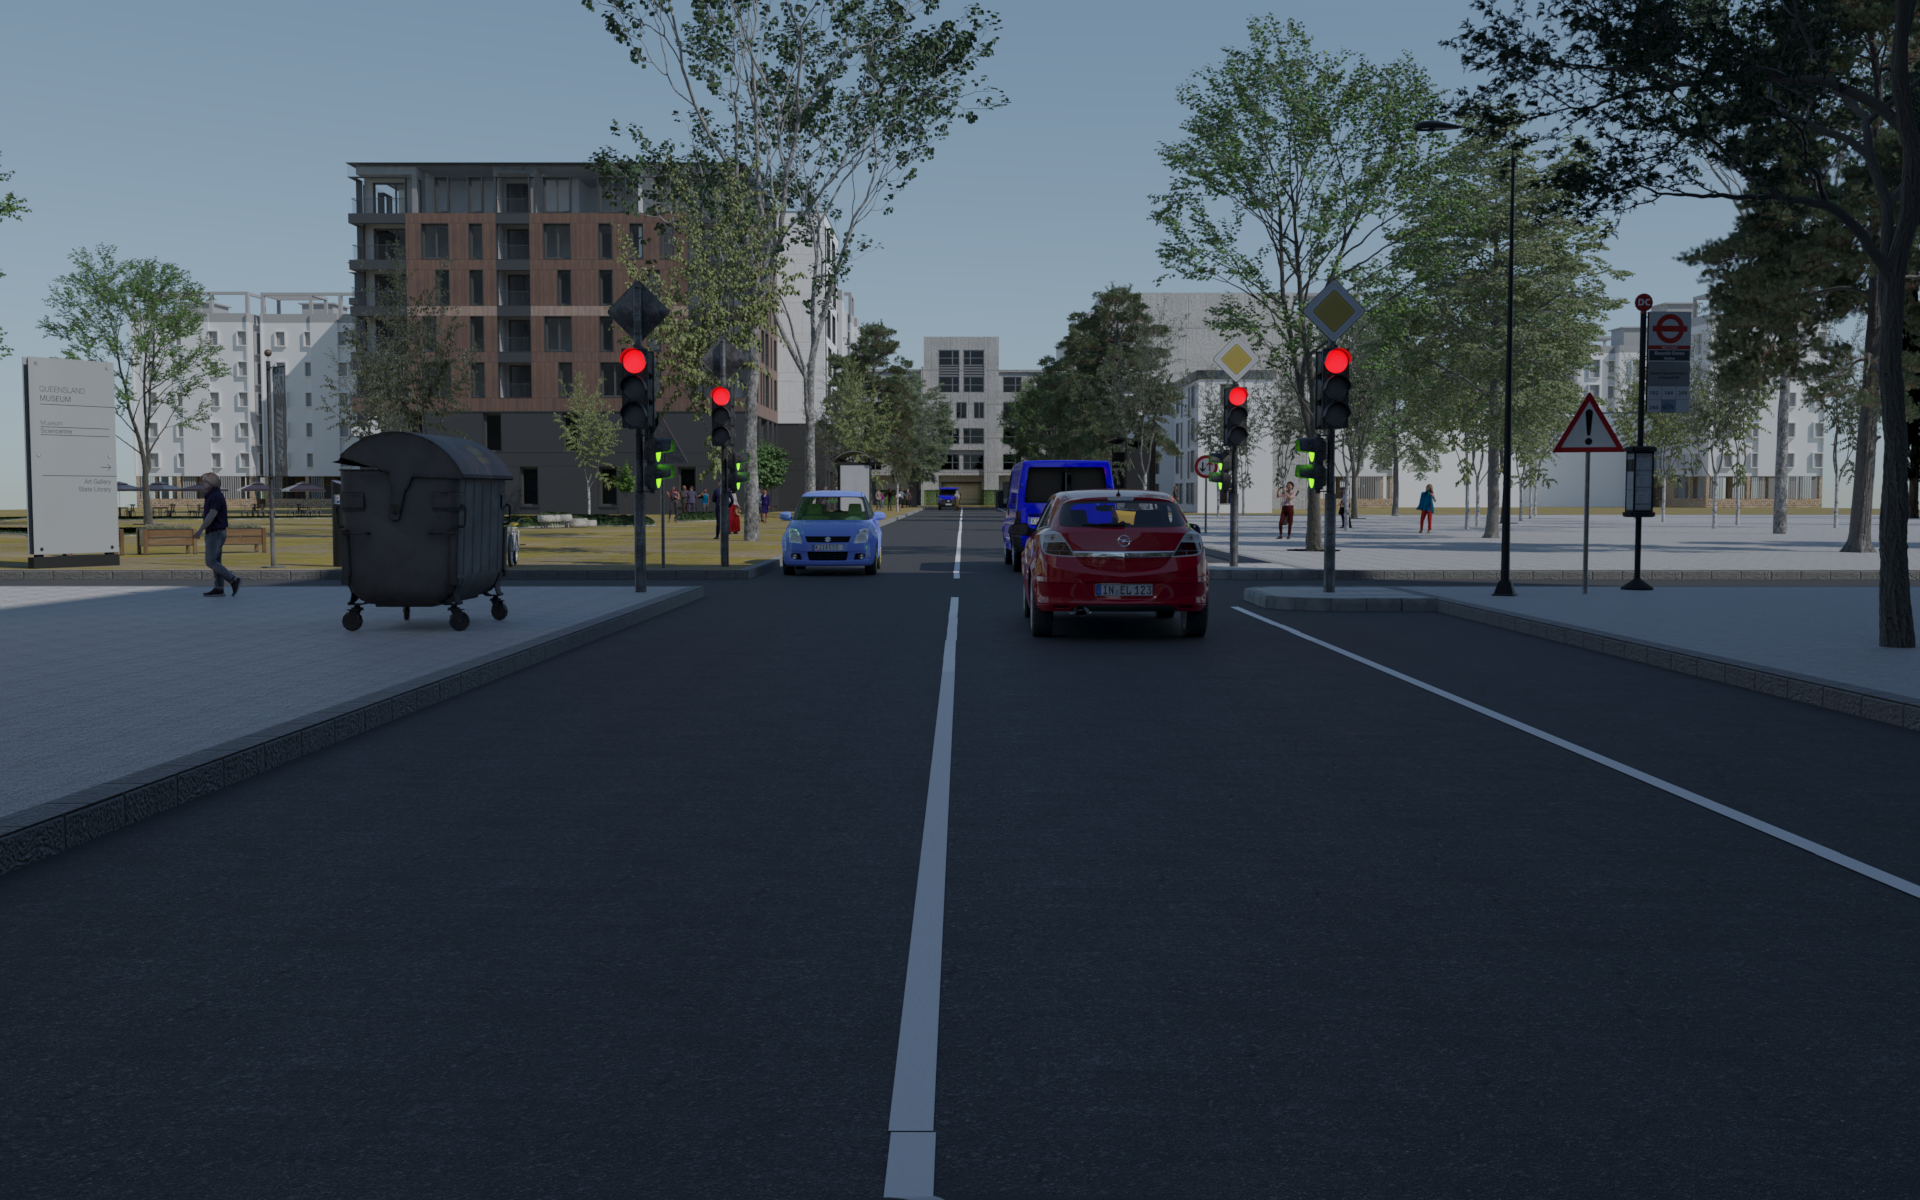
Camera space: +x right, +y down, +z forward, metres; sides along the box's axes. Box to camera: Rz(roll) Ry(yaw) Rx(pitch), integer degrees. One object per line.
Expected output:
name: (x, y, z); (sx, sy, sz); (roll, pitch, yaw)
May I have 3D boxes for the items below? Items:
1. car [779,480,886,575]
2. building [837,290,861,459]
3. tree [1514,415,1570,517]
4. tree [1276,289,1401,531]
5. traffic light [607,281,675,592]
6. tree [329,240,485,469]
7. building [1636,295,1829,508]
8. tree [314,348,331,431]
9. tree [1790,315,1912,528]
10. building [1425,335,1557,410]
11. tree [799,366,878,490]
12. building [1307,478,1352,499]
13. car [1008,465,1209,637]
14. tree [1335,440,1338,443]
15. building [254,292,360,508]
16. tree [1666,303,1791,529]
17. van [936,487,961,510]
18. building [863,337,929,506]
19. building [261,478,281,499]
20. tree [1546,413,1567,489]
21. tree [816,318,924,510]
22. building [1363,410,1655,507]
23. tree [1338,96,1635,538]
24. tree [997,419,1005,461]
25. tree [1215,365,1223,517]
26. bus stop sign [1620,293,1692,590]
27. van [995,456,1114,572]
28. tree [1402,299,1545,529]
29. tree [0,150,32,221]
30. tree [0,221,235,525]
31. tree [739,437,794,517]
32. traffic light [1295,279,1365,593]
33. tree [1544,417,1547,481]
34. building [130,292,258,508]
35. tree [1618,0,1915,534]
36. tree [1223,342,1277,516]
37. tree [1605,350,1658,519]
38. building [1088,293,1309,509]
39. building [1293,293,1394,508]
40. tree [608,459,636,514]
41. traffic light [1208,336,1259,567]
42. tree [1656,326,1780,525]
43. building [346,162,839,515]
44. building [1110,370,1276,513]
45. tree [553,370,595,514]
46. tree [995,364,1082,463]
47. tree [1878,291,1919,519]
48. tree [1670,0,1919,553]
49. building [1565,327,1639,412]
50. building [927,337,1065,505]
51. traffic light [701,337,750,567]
car: (-2.324, -1.363, 31.878); (1.945, 1.707, 3.694); (0, 4, -1)
building: (-15.467, -19.107, 168.818); (11.380, 20.091, 16.016); (0, 3, 0)
tree: (33.018, -9.081, 98.844); (4.360, 8.622, 3.978); (0, 3, 0)
tree: (13.474, -6.730, 60.405); (4.360, 8.622, 3.978); (0, 3, 0)
traffic light: (-4.155, -2.035, 22.519); (0.839, 4.213, 0.868); (0, 3, 0)
tree: (-15.654, -6.098, 50.063); (4.360, 8.622, 3.978); (0, 3, 0)
building: (75.042, -19.104, 168.764); (11.380, 20.091, 16.016); (0, 3, 0)
tree: (-23.509, -7.295, 69.634); (4.360, 8.622, 3.978); (0, 3, 0)
tree: (33.308, -7.017, 65.094); (4.360, 8.622, 3.978); (0, 3, 0)
building: (61.188, -21.153, 202.268); (11.380, 20.091, 16.016); (0, 3, 0)
tree: (-6.954, -9.046, 98.257); (4.360, 8.622, 3.978); (0, 3, 0)
building: (41.457, -15.723, 199.214); (28.070, 9.664, 9.099); (0, 3, 0)
car: (1.609, -0.603, 18.895); (2.155, 1.783, 4.494); (0, 4, 1)
tree: (24.869, -11.124, 99.998); (7.486, 12.596, 7.792); (0, 3, 0)
building: (-59.493, -19.117, 168.988); (11.380, 20.091, 16.016); (0, 3, 0)
tree: (27.995, -6.962, 64.199); (4.360, 8.622, 3.978); (0, 3, 0)
van: (-1.006, -9.262, 155.812); (2.240, 2.365, 5.245); (0, 4, 0)
building: (-19.800, -20.533, 202.179); (31.486, 18.905, 16.747); (0, 3, 0)
building: (-62.805, -20.564, 202.672); (31.486, 18.905, 16.747); (0, 3, 0)
tree: (26.692, -8.056, 82.076); (4.737, 8.622, 4.395); (0, 3, 0)
tree: (-5.627, -11.307, 106.927); (6.751, 12.117, 7.091); (0, 3, 0)
building: (54.838, -14.105, 172.764); (28.070, 9.664, 9.099); (0, 3, 0)
tree: (15.531, -8.098, 50.527); (7.486, 12.596, 7.792); (0, 3, 0)
tree: (7.465, -13.018, 138.592); (9.928, 11.665, 9.643); (0, 3, 0)
tree: (14.298, -8.877, 95.494); (4.360, 8.622, 3.978); (0, 3, 0)
bus stop sign: (9.305, -2.106, 23.132); (0.855, 3.939, 0.416); (0, 4, -2)
van: (1.869, -1.791, 33.673); (2.240, 2.365, 5.245); (0, 4, -1)
tree: (18.246, -6.883, 62.895); (4.737, 8.622, 4.395); (0, 3, 0)
tree: (-25.621, -6.970, 39.721); (9.928, 11.665, 9.643); (0, 3, 0)
tree: (-34.028, -8.950, 72.087); (9.928, 11.665, 9.643); (0, 3, 0)
tree: (-11.192, -7.080, 99.467); (4.285, 4.588, 4.351); (0, 3, 0)
traffic light: (4.806, -2.035, 22.519); (0.839, 4.213, 0.868); (0, 3, 0)
tree: (20.277, -7.163, 67.469); (4.737, 8.622, 4.395); (0, 3, 0)
building: (-71.192, -19.076, 168.315); (11.380, 20.091, 16.016); (0, 3, 0)
tree: (27.644, -12.141, 54.394); (12.611, 20.169, 13.585); (0, 3, 0)
tree: (15.024, -7.878, 79.164); (4.360, 8.622, 3.978); (0, 3, 0)
tree: (32.453, -7.870, 79.036); (4.737, 8.622, 4.395); (0, 3, 0)
building: (20.806, -17.993, 160.645); (16.747, 18.905, 31.486); (0, 3, 0)
building: (35.108, -19.138, 169.324); (11.380, 20.091, 16.016); (0, 3, 0)
tree: (-18.186, -6.116, 94.592); (1.663, 3.219, 1.824); (0, 3, 0)
traffic light: (4.820, -2.524, 30.504); (0.839, 4.213, 0.868); (0, 3, 0)
tree: (32.009, -7.414, 71.586); (4.737, 8.622, 4.395); (0, 3, 0)
building: (-23.718, -17.080, 123.227); (27.936, 21.610, 32.646); (0, 3, 0)
building: (16.834, -11.564, 131.212); (9.099, 9.664, 28.070); (0, 3, 0)
tree: (-21.998, -9.308, 102.543); (4.737, 8.622, 4.395); (0, 3, 0)
tree: (7.000, -11.476, 122.038); (8.767, 10.594, 7.601); (-1, 4, -17)
tree: (55.827, -11.478, 89.491); (18.604, 14.587, 13.155); (-3, 5, -41)
tree: (20.095, -7.964, 37.634); (7.806, 13.903, 7.818); (0, 3, 0)
building: (72.568, -21.145, 202.142); (11.380, 20.091, 16.016); (0, 3, 0)
building: (11.687, -20.586, 203.032); (31.486, 18.905, 16.747); (0, 3, 0)
traffic light: (-4.141, -2.524, 30.505); (0.839, 4.213, 0.868); (0, 3, 0)
